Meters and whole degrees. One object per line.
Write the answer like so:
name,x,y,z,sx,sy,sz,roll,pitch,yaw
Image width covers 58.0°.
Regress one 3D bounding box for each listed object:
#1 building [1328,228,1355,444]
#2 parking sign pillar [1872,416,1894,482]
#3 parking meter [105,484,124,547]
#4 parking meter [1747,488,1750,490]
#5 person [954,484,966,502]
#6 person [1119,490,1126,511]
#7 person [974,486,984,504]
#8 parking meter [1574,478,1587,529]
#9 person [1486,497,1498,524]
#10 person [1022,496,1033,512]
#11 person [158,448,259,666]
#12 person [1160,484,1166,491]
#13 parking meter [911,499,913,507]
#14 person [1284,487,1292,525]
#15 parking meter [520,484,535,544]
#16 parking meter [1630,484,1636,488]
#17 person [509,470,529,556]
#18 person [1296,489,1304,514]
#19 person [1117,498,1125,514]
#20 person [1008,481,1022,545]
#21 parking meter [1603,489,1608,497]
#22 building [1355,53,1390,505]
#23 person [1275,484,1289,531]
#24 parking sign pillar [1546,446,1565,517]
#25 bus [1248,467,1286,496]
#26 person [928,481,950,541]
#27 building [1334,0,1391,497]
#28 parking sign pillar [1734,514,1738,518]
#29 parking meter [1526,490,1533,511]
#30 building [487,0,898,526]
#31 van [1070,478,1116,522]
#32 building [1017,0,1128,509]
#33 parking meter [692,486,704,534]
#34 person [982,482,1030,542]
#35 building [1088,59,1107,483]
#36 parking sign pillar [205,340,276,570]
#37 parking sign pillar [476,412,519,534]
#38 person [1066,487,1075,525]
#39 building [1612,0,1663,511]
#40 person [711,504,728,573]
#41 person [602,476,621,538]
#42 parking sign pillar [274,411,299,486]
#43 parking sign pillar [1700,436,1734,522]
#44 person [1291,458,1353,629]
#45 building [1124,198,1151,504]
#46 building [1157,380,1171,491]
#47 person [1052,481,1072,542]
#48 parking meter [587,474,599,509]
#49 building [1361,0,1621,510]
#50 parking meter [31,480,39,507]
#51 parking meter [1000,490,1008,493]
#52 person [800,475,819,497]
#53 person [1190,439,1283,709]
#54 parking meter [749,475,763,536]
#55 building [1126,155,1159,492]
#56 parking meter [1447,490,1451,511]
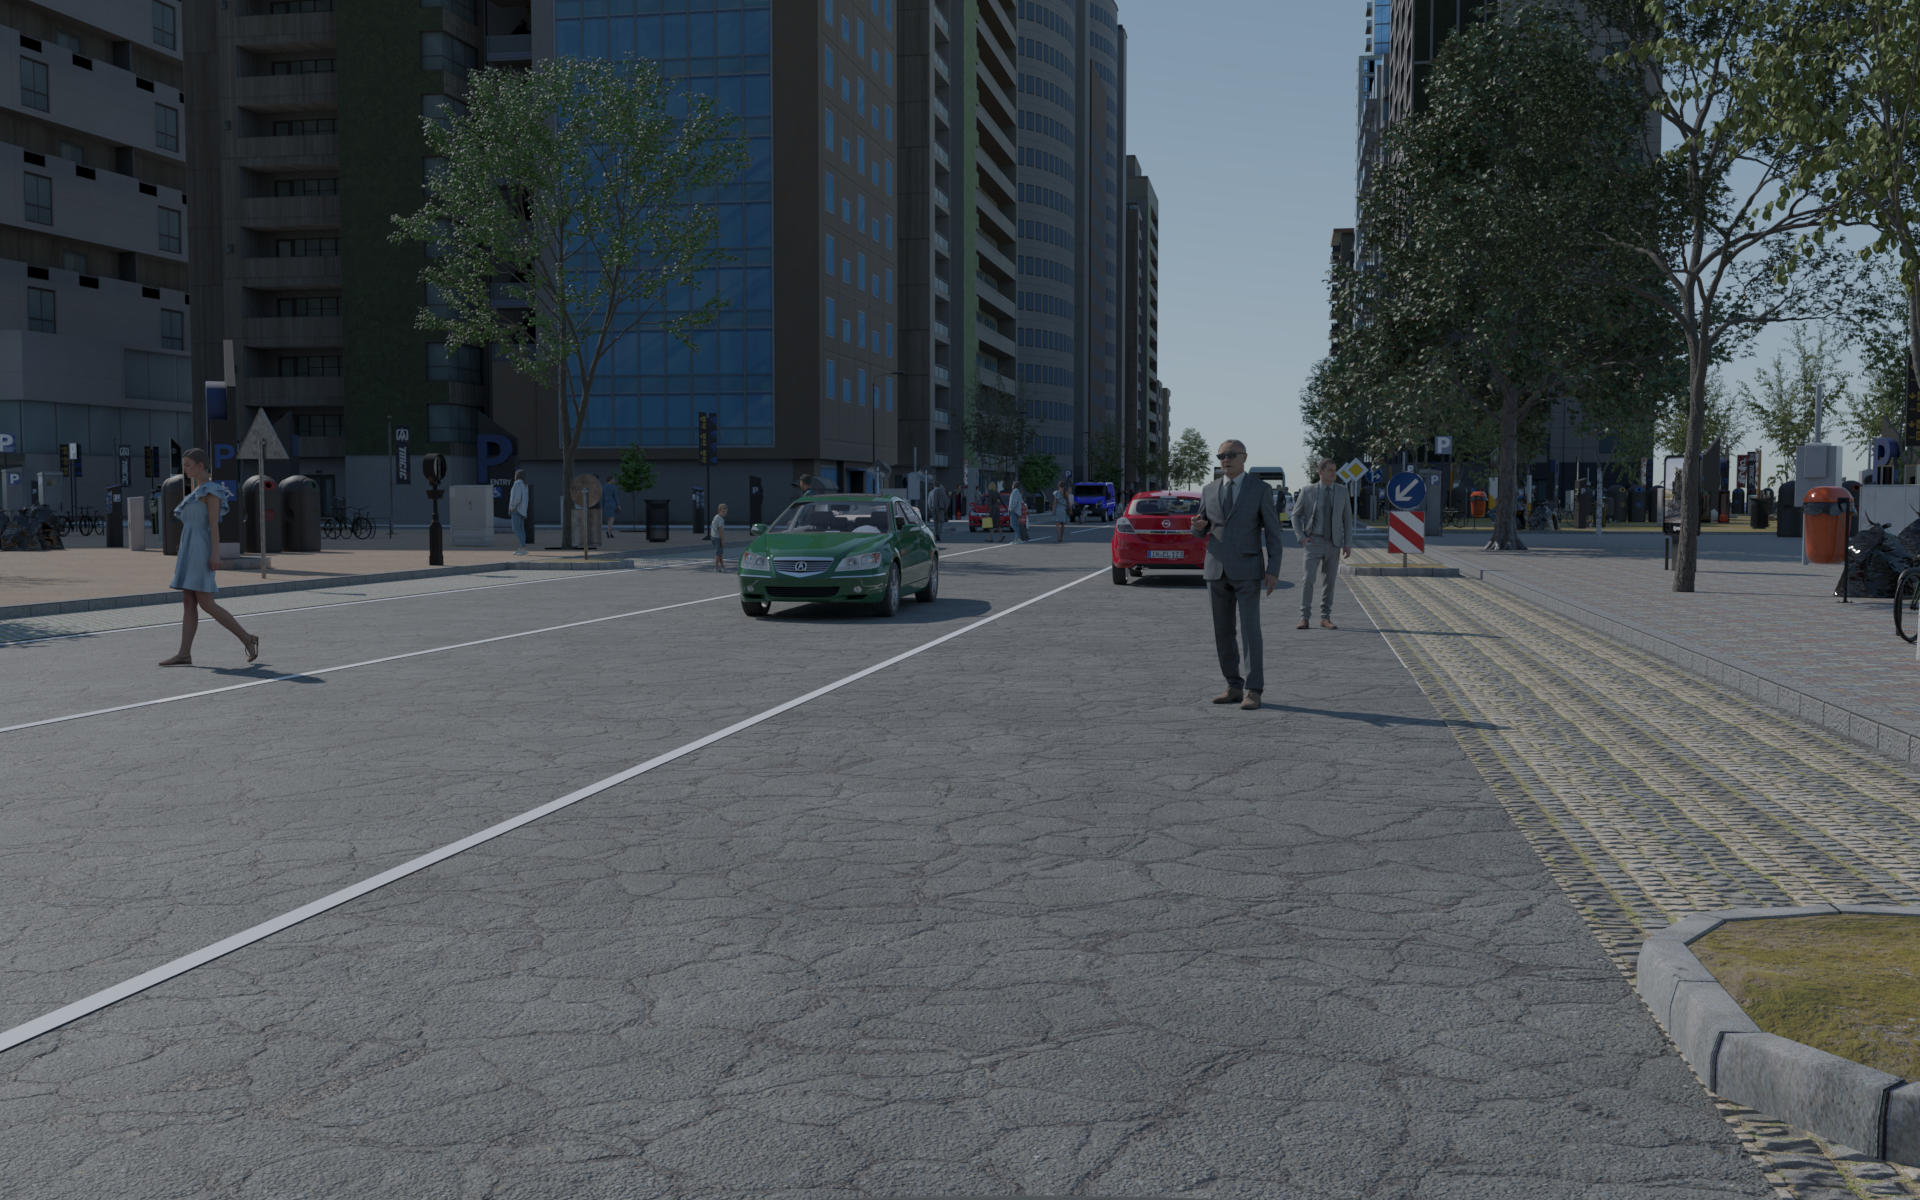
building,70.106,-38.010,276.091,22.147,44.769,28.867,1,4,10
parking sign pillar,31.895,-4.343,59.487,1.447,3.967,1.447,0,3,0
parking meter,-20.412,-2.042,41.794,0.372,1.533,0.369,0,3,0
parking meter,59.145,-7.597,129.917,0.255,1.863,0.399,1,4,19
person,-0.036,-4.980,87.827,0.532,1.782,0.716,2,4,30
person,12.942,-7.863,137.813,0.466,1.731,0.760,3,4,38
person,1.095,-5.716,100.077,0.480,1.755,0.524,3,5,41
parking meter,22.921,-3.564,63.984,0.399,1.863,0.255,-1,4,-17
person,23.190,-3.889,75.130,0.738,1.151,1.012,3,5,42
person,4.285,-6.423,116.555,1.012,1.151,0.738,3,5,39
person,-6.316,-0.361,14.502,0.778,1.811,0.616,-2,4,-26
person,8.155,-3.801,70.499,0.795,1.843,0.661,-1,4,-15
parking meter,-2.483,-5.348,93.145,0.255,1.863,0.399,-1,4,-9
person,14.939,-4.324,79.600,0.661,1.777,0.834,-3,4,-39
parking meter,-11.189,-2.222,44.740,0.372,1.533,0.369,0,3,0
parking meter,38.107,-5.653,98.135,0.255,1.863,0.399,2,4,27
person,-9.239,-1.840,36.392,0.793,1.790,0.793,-2,4,-30
person,23.423,-6.760,119.151,0.709,1.813,0.853,2,4,31
person,6.776,-3.648,72.828,0.352,1.250,0.332,2,4,32
person,1.608,-2.489,49.464,0.793,1.790,0.793,-1,4,-19
parking meter,34.387,-5.091,91.643,0.372,1.533,0.369,0,3,0
building,55.184,-34.880,189.902,23.786,49.044,30.456,1,4,10
person,12.301,-3.553,66.809,0.699,1.804,1.509,0,4,8
parking sign pillar,33.628,-6.717,98.287,1.447,3.967,1.447,2,4,29
bus,21.569,-7.792,122.256,2.948,3.499,13.247,1,4,10
person,-0.648,-2.716,53.012,0.679,1.850,0.850,1,4,10
building,65.074,-57.040,245.275,22.319,86.520,31.000,1,4,10
parking sign pillar,41.194,-6.414,93.342,1.447,3.967,1.447,1,4,21
parking meter,33.198,-5.656,100.891,0.372,1.533,0.369,0,3,0
building,-11.075,-26.056,76.134,14.600,45.320,14.200,1,4,10
van,6.865,-5.217,89.674,2.240,2.365,5.245,1,4,11
building,7.205,-40.133,198.173,21.231,58.520,28.212,1,4,10
parking meter,-8.506,-2.930,56.324,0.372,1.533,0.369,0,3,0
person,1.373,-2.648,52.017,1.509,1.804,0.699,-1,4,-16
building,7.278,-32.228,177.034,14.600,45.320,14.200,1,4,10
parking sign pillar,-12.650,-2.524,29.743,1.447,3.967,1.447,-2,4,-24
parking sign pillar,-15.075,-4.161,56.498,1.447,3.967,1.447,0,4,5
person,4.956,-4.409,81.263,0.731,1.740,0.598,-2,4,-35
building,45.320,-43.136,143.529,20.563,71.187,20.611,1,4,10
person,-4.396,-1.131,31.682,0.352,1.250,0.332,1,4,13
person,-10.248,-2.724,50.603,0.581,1.822,0.654,2,4,24
parking sign pillar,-22.333,-4.180,56.814,1.447,3.967,1.447,1,4,21
parking sign pillar,34.522,-5.594,79.929,1.447,3.967,1.447,-3,4,-38
person,3.869,-0.606,18.501,0.635,1.810,0.391,0,4,-7
building,18.074,-33.644,233.667,14.154,41.232,14.086,1,4,10
building,18.996,-26.497,278.258,27.650,21.520,28.899,1,4,10
person,3.065,-2.651,51.935,0.616,1.811,0.778,0,4,4
parking meter,-10.787,-2.760,50.844,0.255,1.863,0.399,1,4,22
building,49.493,-44.410,164.360,20.563,71.187,20.611,1,4,10
parking meter,-39.583,-4.195,74.299,0.399,1.863,0.255,1,4,11
parking meter,3.342,-7.269,127.266,0.372,1.533,0.369,0,3,0
person,-2.697,-1.351,30.937,0.721,1.781,0.623,0,3,0
person,1.831,-0.185,11.708,0.661,1.801,0.590,2,4,31
parking meter,-6.268,-2.912,53.322,0.399,1.863,0.255,0,4,0
building,17.283,-38.410,251.704,21.300,48.544,21.600,1,4,10
parking meter,34.382,-6.925,121.627,0.372,1.533,0.369,0,3,0
